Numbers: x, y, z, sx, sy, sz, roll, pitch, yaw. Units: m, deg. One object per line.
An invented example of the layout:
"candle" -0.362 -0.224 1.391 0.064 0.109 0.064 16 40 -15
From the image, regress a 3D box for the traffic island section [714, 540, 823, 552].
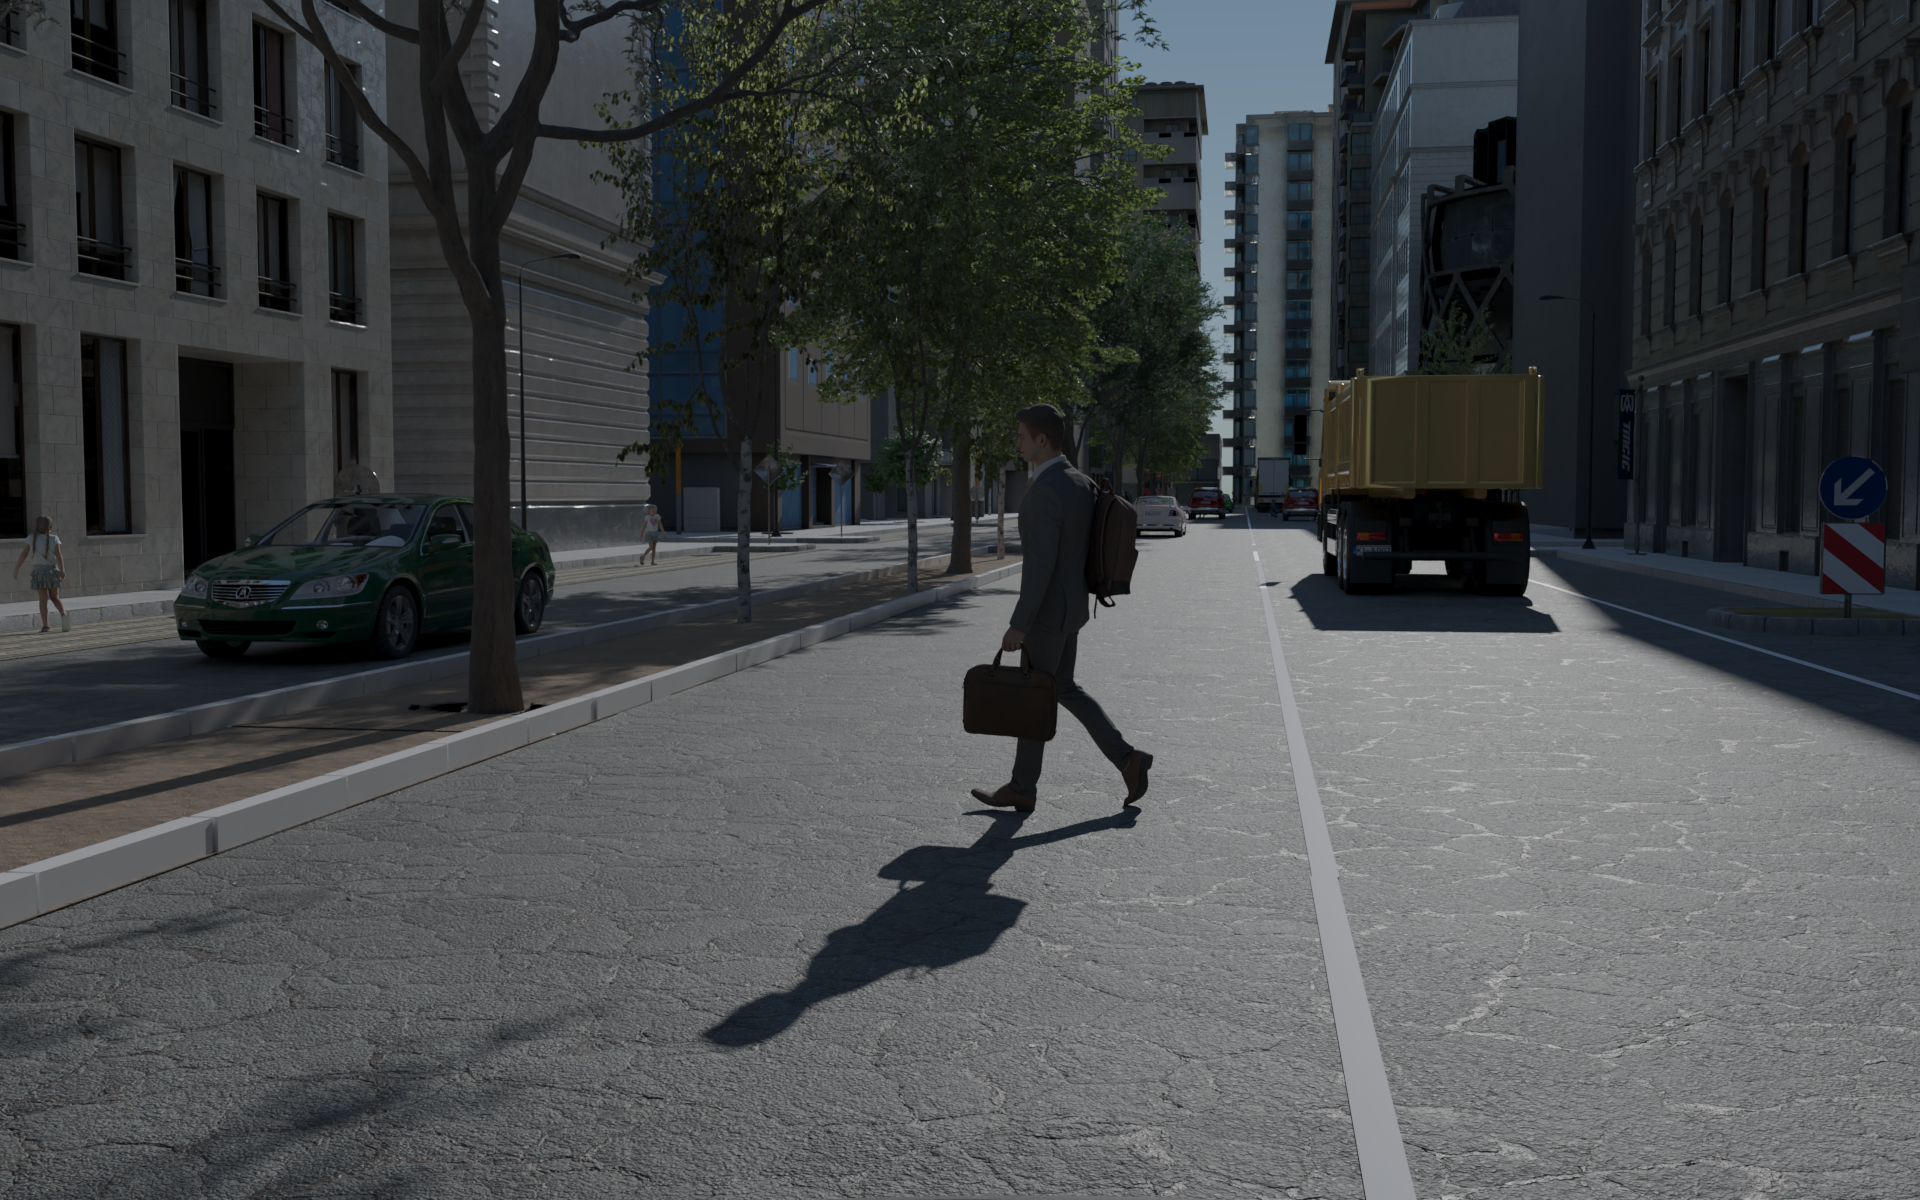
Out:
"traffic island section" -4.841 -1.313 43.752 2.009 0.180 2.903 1 4 9

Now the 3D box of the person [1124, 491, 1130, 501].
"person" 16.855 -10.129 174.833 0.721 1.735 1.217 -1 4 -18

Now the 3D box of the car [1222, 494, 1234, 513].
"car" 19.906 -7.546 132.181 1.959 1.807 4.718 1 4 11

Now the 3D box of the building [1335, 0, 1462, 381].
"building" 44.997 -30.503 153.347 22.147 44.769 28.867 1 4 9

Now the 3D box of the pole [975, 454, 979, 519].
"pole" 0.875 -5.722 87.401 0.158 3.312 0.155 0 3 0

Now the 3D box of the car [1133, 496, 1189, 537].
"car" 6.727 -2.858 59.093 2.083 1.381 4.827 1 4 10

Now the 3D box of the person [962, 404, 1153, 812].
"person" 0.449 0.042 7.770 0.822 1.834 0.622 1 4 10

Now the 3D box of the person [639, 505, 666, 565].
"person" -6.171 -1.302 34.799 0.505 1.210 0.382 -3 4 -39

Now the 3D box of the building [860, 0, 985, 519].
"building" -6.614 -25.100 93.976 14.154 41.232 14.086 1 4 9

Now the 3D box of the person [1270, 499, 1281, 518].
"person" 19.238 -5.590 105.390 0.738 1.151 1.012 3 4 38

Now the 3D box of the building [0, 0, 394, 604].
"building" -16.117 -10.201 21.541 10.420 20.320 16.860 1 4 9

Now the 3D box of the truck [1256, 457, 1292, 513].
"truck" 24.803 -9.049 136.863 2.839 4.237 11.283 1 4 10

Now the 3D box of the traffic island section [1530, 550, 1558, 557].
"traffic island section" 12.816 -1.137 40.873 2.009 0.180 2.903 1 4 9

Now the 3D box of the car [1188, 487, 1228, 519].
"car" 14.248 -5.573 99.793 2.281 1.827 5.304 1 4 10

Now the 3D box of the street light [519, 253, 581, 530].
"street light" -7.977 -3.732 33.567 1.470 5.913 1.316 1 4 9

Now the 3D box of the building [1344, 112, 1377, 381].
"building" 36.717 -22.117 133.315 14.160 30.474 14.107 1 4 9

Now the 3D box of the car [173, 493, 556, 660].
"car" -5.496 -0.292 16.577 2.131 1.459 4.920 1 4 10

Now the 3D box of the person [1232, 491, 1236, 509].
"person" 26.370 -9.601 166.196 0.721 1.743 1.217 1 4 15

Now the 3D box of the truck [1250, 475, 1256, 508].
"truck" 31.134 -10.985 175.530 3.469 3.379 9.791 1 4 9

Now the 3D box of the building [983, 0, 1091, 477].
"building" 3.595 -30.477 148.410 14.600 45.320 14.200 1 4 9

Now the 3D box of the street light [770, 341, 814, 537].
"street light" -4.971 -4.837 51.619 1.470 5.913 1.316 1 4 9

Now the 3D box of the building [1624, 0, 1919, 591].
"building" 18.716 -11.082 30.337 9.793 20.994 18.267 1 4 9

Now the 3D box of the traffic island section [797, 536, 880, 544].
"traffic island section" -3.553 -1.795 51.633 2.009 0.180 2.903 1 4 9

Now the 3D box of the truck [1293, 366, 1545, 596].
"truck" 7.299 -1.971 28.156 3.469 3.379 9.791 1 4 9

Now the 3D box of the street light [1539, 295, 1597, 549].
"street light" 14.181 -4.153 40.435 1.470 5.913 1.316 1 4 9

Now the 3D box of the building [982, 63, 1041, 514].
"building" -2.619 -21.058 116.001 14.160 30.474 14.107 1 4 9

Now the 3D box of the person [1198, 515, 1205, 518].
"person" 14.710 -5.902 105.205 0.606 1.804 0.583 -2 4 -29

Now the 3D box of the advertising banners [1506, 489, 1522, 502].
"advertising banners" 15.515 -3.185 48.269 0.090 3.025 2.074 0 4 4

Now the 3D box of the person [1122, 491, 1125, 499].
"person" 14.789 -9.004 156.452 0.721 1.736 1.217 0 4 -5

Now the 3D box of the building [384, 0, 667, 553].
"building" -17.785 -12.950 40.605 19.941 23.489 11.050 1 4 9

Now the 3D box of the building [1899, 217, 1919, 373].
"building" 16.497 -11.442 6.150 14.314 24.678 30.058 1 4 9

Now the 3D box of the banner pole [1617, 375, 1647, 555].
"banner pole" 14.123 -2.839 36.441 0.863 3.779 0.401 -2 4 -27

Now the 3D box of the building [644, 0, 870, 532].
"building" -11.677 -25.372 64.943 14.600 45.320 14.200 1 4 9

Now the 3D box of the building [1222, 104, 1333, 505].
"building" 48.184 -36.421 215.086 30.456 49.044 23.786 1 4 9

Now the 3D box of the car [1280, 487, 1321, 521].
"car" 18.410 -5.173 93.257 2.281 1.827 5.304 1 4 10

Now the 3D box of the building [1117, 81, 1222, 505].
"building" 19.864 -38.774 223.199 27.495 52.752 28.713 1 4 9

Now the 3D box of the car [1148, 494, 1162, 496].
"car" 17.566 -8.933 155.837 2.009 1.686 4.222 1 4 8

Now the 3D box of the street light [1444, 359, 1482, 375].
"street light" 17.323 -5.325 59.609 1.470 5.913 1.316 1 4 9

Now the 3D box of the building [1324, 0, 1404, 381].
"building" 53.048 -36.184 180.844 28.713 52.752 27.495 1 4 9

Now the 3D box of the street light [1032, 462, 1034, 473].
"street light" 5.386 -8.708 114.909 1.470 5.913 1.316 1 4 9

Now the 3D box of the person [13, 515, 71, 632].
"person" -9.440 -0.262 17.800 0.505 1.210 0.382 -2 4 -30

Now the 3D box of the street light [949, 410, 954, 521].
"street light" 0.207 -6.762 83.100 1.470 5.913 1.316 1 4 9

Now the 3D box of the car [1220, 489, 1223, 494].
"car" 20.267 -7.954 138.721 2.281 1.827 5.304 1 4 8

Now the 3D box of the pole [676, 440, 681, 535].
"pole" -8.924 -3.733 54.881 0.158 3.312 0.155 0 3 0

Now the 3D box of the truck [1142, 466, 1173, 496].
"truck" 20.077 -11.413 175.516 2.839 4.237 11.283 1 4 9
